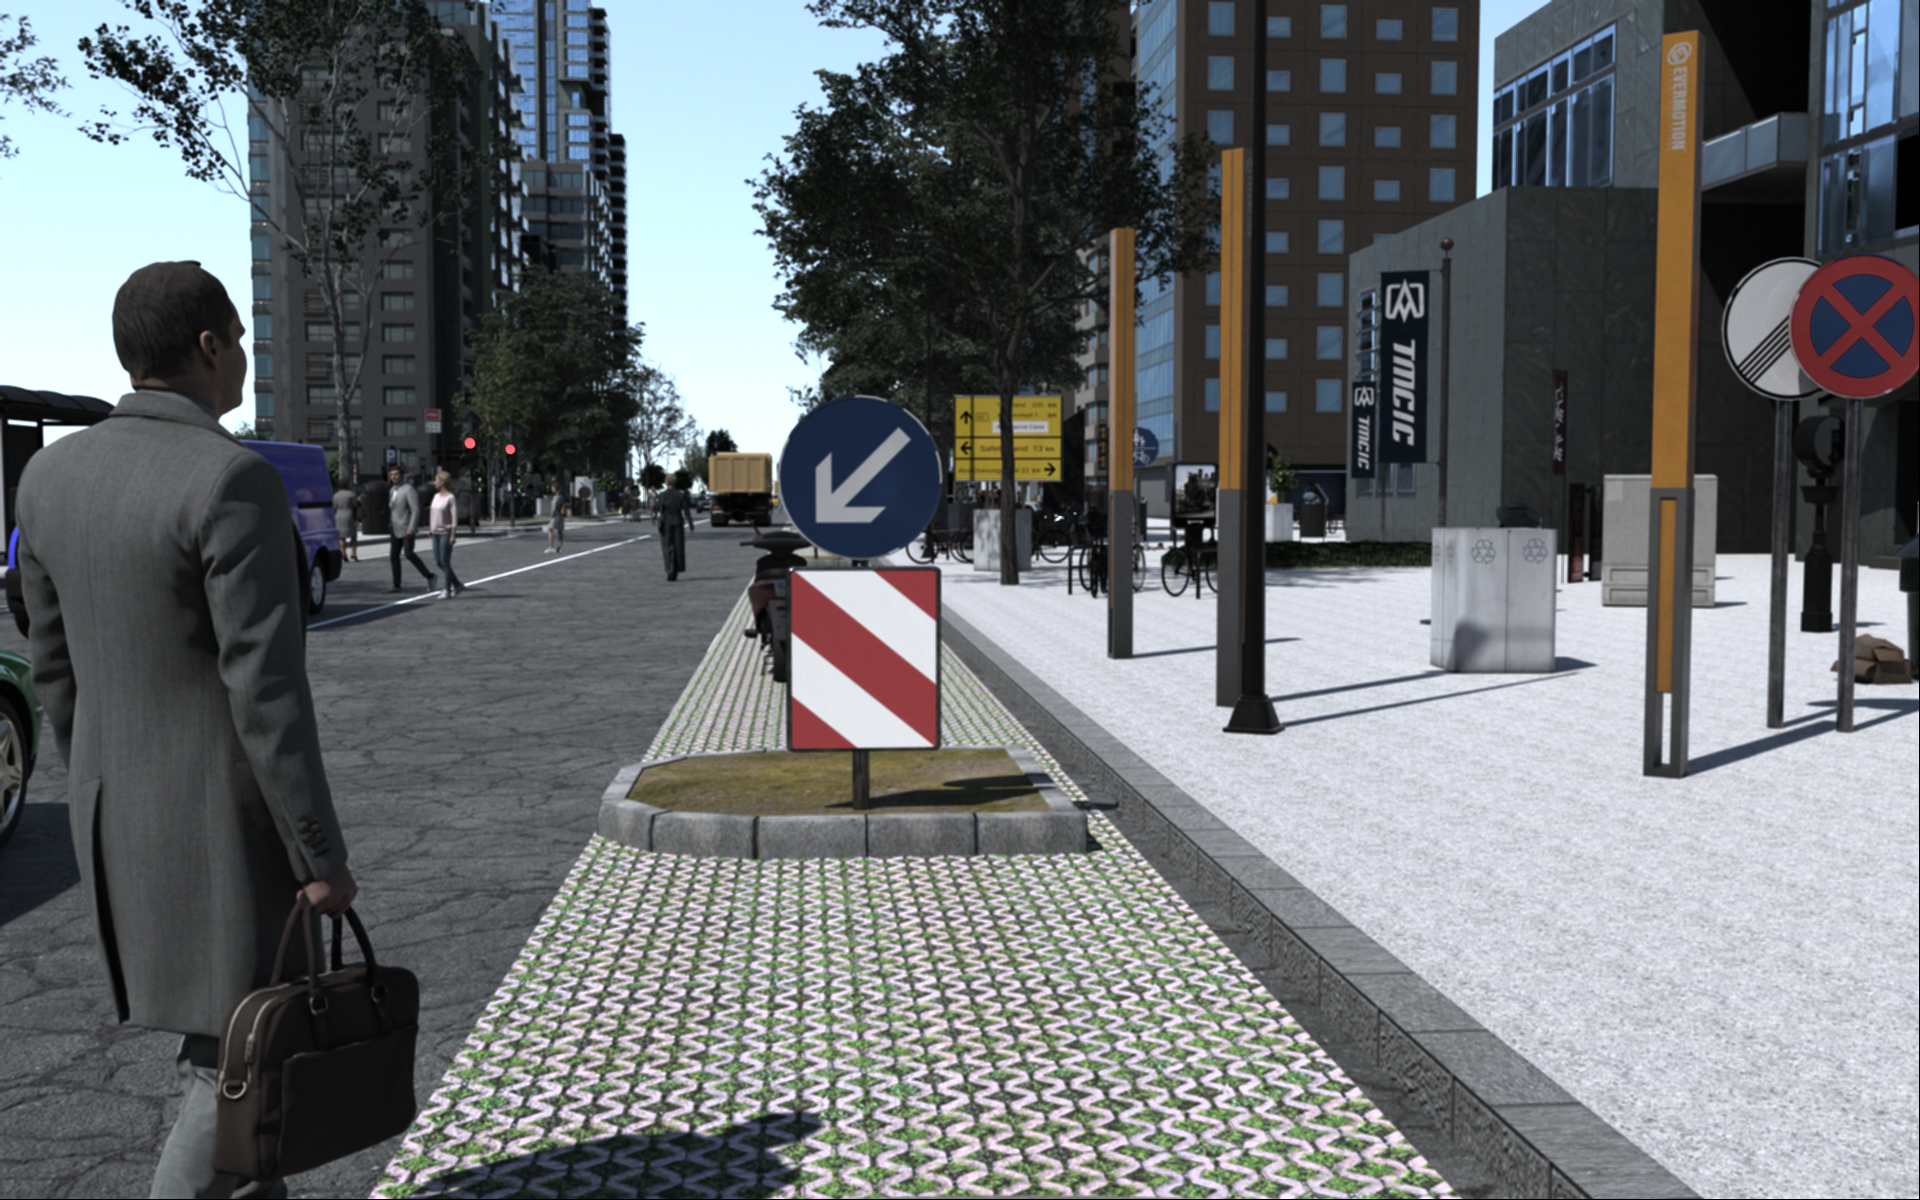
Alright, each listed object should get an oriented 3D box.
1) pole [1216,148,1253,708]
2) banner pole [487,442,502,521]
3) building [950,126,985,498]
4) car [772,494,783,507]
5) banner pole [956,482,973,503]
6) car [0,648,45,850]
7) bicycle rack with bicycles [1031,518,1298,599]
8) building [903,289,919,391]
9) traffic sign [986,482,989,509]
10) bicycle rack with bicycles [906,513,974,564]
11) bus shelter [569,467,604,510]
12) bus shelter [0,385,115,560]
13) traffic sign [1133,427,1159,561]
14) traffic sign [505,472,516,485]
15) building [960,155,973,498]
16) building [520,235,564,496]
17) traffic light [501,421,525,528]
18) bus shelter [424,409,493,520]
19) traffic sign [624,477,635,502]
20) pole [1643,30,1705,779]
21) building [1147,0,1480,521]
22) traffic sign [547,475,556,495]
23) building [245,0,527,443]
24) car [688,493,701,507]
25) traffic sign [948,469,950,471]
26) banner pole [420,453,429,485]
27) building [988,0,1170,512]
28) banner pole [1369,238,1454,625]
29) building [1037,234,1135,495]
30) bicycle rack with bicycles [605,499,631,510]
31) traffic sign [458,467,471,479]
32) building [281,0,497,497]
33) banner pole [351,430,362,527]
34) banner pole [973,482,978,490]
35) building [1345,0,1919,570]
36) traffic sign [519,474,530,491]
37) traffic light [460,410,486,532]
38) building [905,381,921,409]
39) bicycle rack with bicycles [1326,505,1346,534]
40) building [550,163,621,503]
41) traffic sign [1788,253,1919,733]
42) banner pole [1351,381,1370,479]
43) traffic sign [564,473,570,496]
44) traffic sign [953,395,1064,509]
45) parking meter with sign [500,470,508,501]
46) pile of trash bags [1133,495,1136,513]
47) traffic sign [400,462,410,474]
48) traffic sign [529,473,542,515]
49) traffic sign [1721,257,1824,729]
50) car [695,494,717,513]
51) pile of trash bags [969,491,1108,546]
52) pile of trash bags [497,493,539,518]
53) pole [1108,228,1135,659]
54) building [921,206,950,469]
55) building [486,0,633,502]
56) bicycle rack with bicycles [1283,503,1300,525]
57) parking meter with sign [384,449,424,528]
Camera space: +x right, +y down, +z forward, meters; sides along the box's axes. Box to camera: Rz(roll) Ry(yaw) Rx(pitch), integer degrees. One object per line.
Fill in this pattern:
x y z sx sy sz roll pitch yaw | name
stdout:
1.659 -1.011 10.380 0.158 3.312 0.155 0 3 0 | pole
-22.416 -5.714 83.433 0.401 3.779 0.863 3 5 44 | banner pole
5.745 -31.502 198.655 14.154 41.232 14.086 0 4 -5 | building
-18.243 -9.927 172.525 2.015 1.641 3.980 0 4 -5 | car
0.005 -4.291 60.169 0.401 3.779 0.863 -1 4 -21 | banner pole
-4.550 0.211 5.339 1.959 1.807 4.718 0 4 -5 | car
2.417 -0.546 22.310 2.852 0.926 2.925 2 4 32 | bicycle rack with bicycles
-2.864 -37.419 295.399 14.154 41.232 14.086 0 4 -5 | building
0.603 -2.322 38.075 0.768 2.556 0.104 0 4 2 | traffic sign
0.634 -1.168 32.477 2.925 0.926 2.852 1 4 10 | bicycle rack with bicycles
-28.908 -8.592 134.409 2.014 3.302 5.546 0 4 -5 | bus shelter
-17.860 -2.395 33.077 2.014 3.302 5.546 0 4 -5 | bus shelter
3.393 -2.010 32.967 0.768 2.556 0.104 0 4 -2 | traffic sign
-21.906 -5.115 84.814 0.795 2.450 0.064 0 4 2 | traffic sign
7.539 -32.654 184.002 14.600 45.320 14.200 0 4 -5 | building
-51.851 -25.655 191.152 14.160 30.474 14.107 0 4 -5 | building
-17.106 -4.727 66.200 0.839 4.253 0.868 0 4 -5 | traffic light
-24.296 -6.515 84.148 2.179 5.291 8.768 0 4 -5 | bus shelter
-24.447 -7.834 128.186 0.768 2.556 0.104 0 4 -2 | traffic sign
3.217 -0.854 7.799 0.158 3.312 0.155 0 3 0 | pole
16.959 -26.808 88.415 14.200 45.320 14.600 0 4 -5 | building
-26.603 -6.922 113.273 0.768 2.556 0.104 0 4 5 | traffic sign
-54.298 -33.510 167.493 23.786 49.044 30.456 0 4 -5 | building
-26.419 -10.015 172.534 1.959 1.807 4.718 0 4 -5 | car
-0.782 -5.002 81.888 0.768 2.556 0.104 0 4 -2 | traffic sign
-32.294 -7.009 104.618 0.401 3.779 0.863 2 4 28 | banner pole
9.830 -30.914 155.559 14.600 45.320 14.200 0 4 -5 | building
4.539 -1.657 17.104 0.863 3.779 0.401 1 4 21 | banner pole
21.458 -17.478 130.808 27.650 21.520 28.899 0 4 -5 | building
-27.307 -7.728 139.732 2.852 0.926 2.925 -2 4 -30 | bicycle rack with bicycles
-22.722 -4.873 79.777 0.768 2.556 0.104 0 3 0 | traffic sign
-47.715 -28.282 146.002 14.154 41.232 14.086 0 4 -5 | building
-23.711 -4.741 67.528 0.863 3.779 0.401 1 4 20 | banner pole
0.764 -6.210 91.551 0.401 3.779 0.863 -3 5 -40 | banner pole
22.963 -43.870 29.954 22.319 86.520 31.000 0 4 -5 | building
-27.961 -6.801 111.307 0.768 2.556 0.104 0 4 3 | traffic sign
-16.391 -4.240 58.247 0.839 4.253 0.868 0 4 -5 | traffic light
5.907 -26.312 275.248 27.650 21.520 28.899 0 4 -5 | building
12.922 -2.576 55.495 2.852 0.926 2.925 0 4 -6 | bicycle rack with bicycles
-62.211 -38.564 250.125 23.786 49.044 30.456 0 4 -5 | building
4.771 -0.560 9.264 0.768 2.556 0.104 0 4 1 | traffic sign
8.038 -2.679 33.824 0.863 3.779 0.401 2 4 26 | banner pole
-24.118 -6.447 105.518 0.768 2.556 0.104 0 4 3 | traffic sign
0.990 -2.552 35.605 2.265 3.308 0.079 0 4 4 | traffic sign
-32.130 -7.693 122.037 0.543 3.016 1.738 -2 4 -33 | parking meter with sign
3.810 -2.560 51.606 3.447 1.369 1.912 -2 4 -33 | pile of trash bags
-22.509 -4.284 70.047 0.884 2.594 0.081 0 4 0 | traffic sign
-26.231 -6.539 107.023 0.768 2.556 0.104 0 4 3 | traffic sign
4.470 -0.570 9.422 0.768 2.556 0.104 0 4 -4 | traffic sign
-18.977 -7.405 130.853 2.009 1.686 4.222 0 4 -5 | car
1.760 -2.101 44.102 3.447 1.369 1.912 3 5 42 | pile of trash bags
-24.940 -5.147 93.900 3.447 1.369 1.912 -2 4 -26 | pile of trash bags
1.250 -1.198 13.434 0.158 3.312 0.155 0 3 0 | pole
1.721 -36.758 251.108 14.600 45.320 14.200 0 4 -5 | building
-64.127 -59.140 279.604 22.319 86.520 31.000 0 4 -5 | building
12.944 -3.521 70.953 2.925 0.926 2.852 2 4 27 | bicycle rack with bicycles
-21.420 -4.317 66.848 1.738 3.016 0.543 2 4 33 | parking meter with sign
